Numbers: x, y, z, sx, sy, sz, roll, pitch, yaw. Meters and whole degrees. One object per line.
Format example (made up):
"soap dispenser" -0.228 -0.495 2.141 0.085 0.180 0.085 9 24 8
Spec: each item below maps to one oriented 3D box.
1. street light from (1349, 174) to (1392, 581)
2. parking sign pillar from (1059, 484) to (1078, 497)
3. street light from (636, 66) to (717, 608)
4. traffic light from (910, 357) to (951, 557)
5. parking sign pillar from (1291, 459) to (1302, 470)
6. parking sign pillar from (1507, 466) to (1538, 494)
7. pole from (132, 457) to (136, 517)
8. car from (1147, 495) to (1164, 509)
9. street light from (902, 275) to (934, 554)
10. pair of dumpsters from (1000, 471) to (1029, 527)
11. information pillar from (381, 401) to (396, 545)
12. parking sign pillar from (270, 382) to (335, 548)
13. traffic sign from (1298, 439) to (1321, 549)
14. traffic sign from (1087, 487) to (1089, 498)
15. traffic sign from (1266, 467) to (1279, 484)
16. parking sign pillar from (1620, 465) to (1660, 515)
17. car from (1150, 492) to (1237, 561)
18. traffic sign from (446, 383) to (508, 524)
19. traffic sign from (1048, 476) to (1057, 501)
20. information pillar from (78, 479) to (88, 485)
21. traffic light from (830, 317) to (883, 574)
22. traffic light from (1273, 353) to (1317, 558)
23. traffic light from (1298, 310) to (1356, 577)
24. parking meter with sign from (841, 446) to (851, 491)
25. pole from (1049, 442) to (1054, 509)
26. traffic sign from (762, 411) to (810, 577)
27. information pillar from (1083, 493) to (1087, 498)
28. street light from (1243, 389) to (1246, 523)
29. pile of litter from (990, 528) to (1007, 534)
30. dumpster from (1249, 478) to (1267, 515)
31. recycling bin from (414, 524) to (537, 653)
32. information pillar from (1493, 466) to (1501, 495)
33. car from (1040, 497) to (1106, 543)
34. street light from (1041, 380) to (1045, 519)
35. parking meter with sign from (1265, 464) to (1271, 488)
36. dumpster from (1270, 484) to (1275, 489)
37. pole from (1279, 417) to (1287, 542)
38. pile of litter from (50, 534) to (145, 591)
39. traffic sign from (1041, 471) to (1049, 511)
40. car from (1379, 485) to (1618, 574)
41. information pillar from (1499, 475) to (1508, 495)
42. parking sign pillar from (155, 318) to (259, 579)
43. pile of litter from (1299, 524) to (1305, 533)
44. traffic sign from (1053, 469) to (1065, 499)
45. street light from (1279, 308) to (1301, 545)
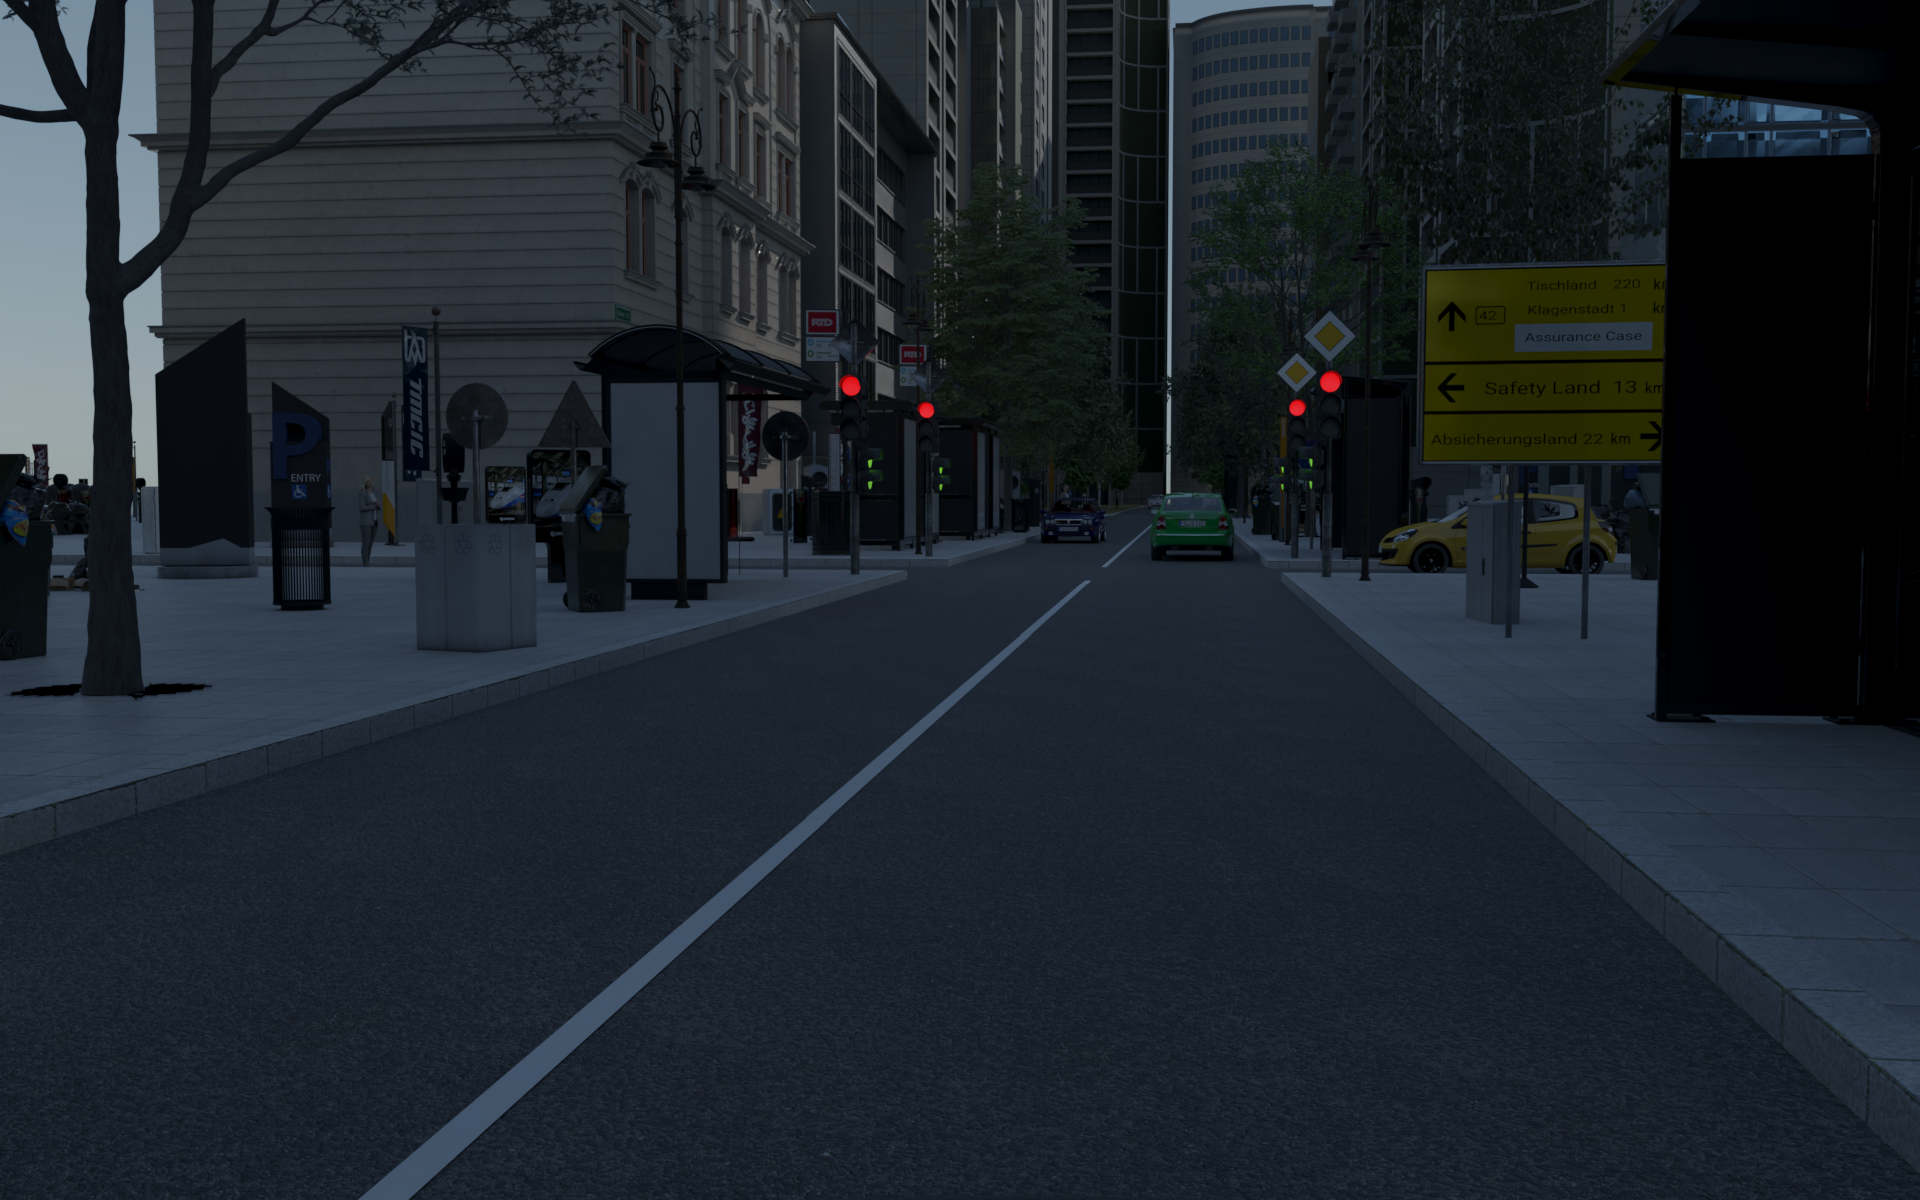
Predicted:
"street light" 5.989 -3.220 25.437 0.468 5.910 1.993 0 4 7
"parking sign pillar" 6.190 -6.792 99.514 1.447 3.967 1.447 -3 5 -41
"street light" -3.130 -2.847 19.338 0.468 5.910 1.993 0 4 7
"traffic light" -0.623 -2.848 35.487 0.839 4.253 0.868 0 4 7
"parking sign pillar" 19.823 -6.948 102.072 1.447 3.967 1.447 1 4 23
"parking sign pillar" 25.405 -5.395 76.688 1.447 3.967 1.447 -3 4 -36
"pole" -45.319 -6.187 94.996 0.158 3.312 0.155 0 3 0
"car" 19.368 -9.637 169.921 2.083 1.381 4.827 0 4 8
"street light" -0.883 -3.910 36.717 0.468 5.910 1.993 0 4 7
"pair of dumpsters" 1.876 -4.128 69.987 1.574 2.255 4.437 0 4 8
"information pillar" -14.302 -3.179 43.331 0.183 3.616 0.504 0 4 8
"parking sign pillar" -15.806 -3.245 41.521 1.447 3.967 1.447 0 4 -6
"traffic sign" 8.190 -2.456 40.269 0.768 2.556 0.104 1 4 12
"traffic sign" 7.018 -5.802 94.972 0.768 2.556 0.104 1 4 14
"traffic sign" 14.115 -4.757 77.883 0.768 2.556 0.104 1 4 17
"parking sign pillar" 16.252 -3.198 40.758 1.447 3.967 1.447 1 4 20
"car" 5.209 -1.827 38.675 1.959 1.807 4.718 1 4 8
"traffic sign" -5.536 -1.206 19.832 0.768 2.556 0.104 1 4 11
"traffic sign" 5.216 -5.817 95.207 0.768 2.556 0.104 1 4 17
"information pillar" -41.477 -4.740 81.993 0.304 2.012 0.304 1 4 9
"traffic light" -1.661 -2.364 27.569 0.839 4.253 0.868 0 4 7
"traffic light" 6.678 -2.791 34.549 0.839 4.253 0.868 0 4 7
"traffic light" 5.640 -2.306 26.631 0.839 4.253 0.868 0 4 7
"parking meter with sign" -4.172 -4.047 62.437 0.543 3.016 1.738 -1 4 -8
"pole" 3.569 -4.519 67.727 0.158 3.312 0.155 0 3 0
"traffic sign" -2.686 -1.622 26.620 0.768 2.556 0.104 1 4 12
"information pillar" 8.019 -6.478 110.412 0.304 2.012 0.304 -2 4 -30
"street light" 12.498 -6.308 75.921 0.468 5.910 1.993 0 4 7
"pile of litter" 0.629 -2.603 56.522 1.719 0.858 1.176 1 4 14
"dumpster" 18.105 -6.185 103.624 1.502 2.255 1.985 0 4 7
"recycling bin" -4.027 -0.114 14.425 0.722 1.027 0.722 2 4 26
"information pillar" 21.861 -4.827 70.268 0.504 3.616 0.183 0 4 7
"car" 3.405 -2.391 51.672 1.945 1.354 3.894 1 4 9
"street light" 3.371 -5.939 69.891 0.468 5.910 1.993 0 4 7
"parking meter with sign" 18.252 -6.439 101.541 0.543 3.016 1.738 1 4 21
"dumpster" 13.568 -4.080 72.463 1.264 1.857 1.865 0 4 7
"pole" 8.591 -3.191 46.024 0.158 3.312 0.155 0 3 0
"pile of litter" -11.700 -0.566 23.213 1.719 0.858 1.176 3 5 42
"traffic sign" 4.854 -5.857 95.761 0.884 2.594 0.081 1 4 9
"car" 9.421 -1.239 30.477 3.980 1.641 2.015 1 4 9
"information pillar" 20.569 -3.728 65.450 0.304 2.012 0.304 3 5 45
"parking sign pillar" -11.609 -2.334 26.634 1.447 3.967 1.447 -1 4 -12
"pile of litter" 10.840 -2.611 56.659 1.719 0.858 1.176 0 4 0
"traffic sign" 5.012 -5.423 88.770 0.768 2.556 0.104 1 4 12
"street light" 8.202 -4.305 43.180 0.468 5.910 1.993 0 4 7
